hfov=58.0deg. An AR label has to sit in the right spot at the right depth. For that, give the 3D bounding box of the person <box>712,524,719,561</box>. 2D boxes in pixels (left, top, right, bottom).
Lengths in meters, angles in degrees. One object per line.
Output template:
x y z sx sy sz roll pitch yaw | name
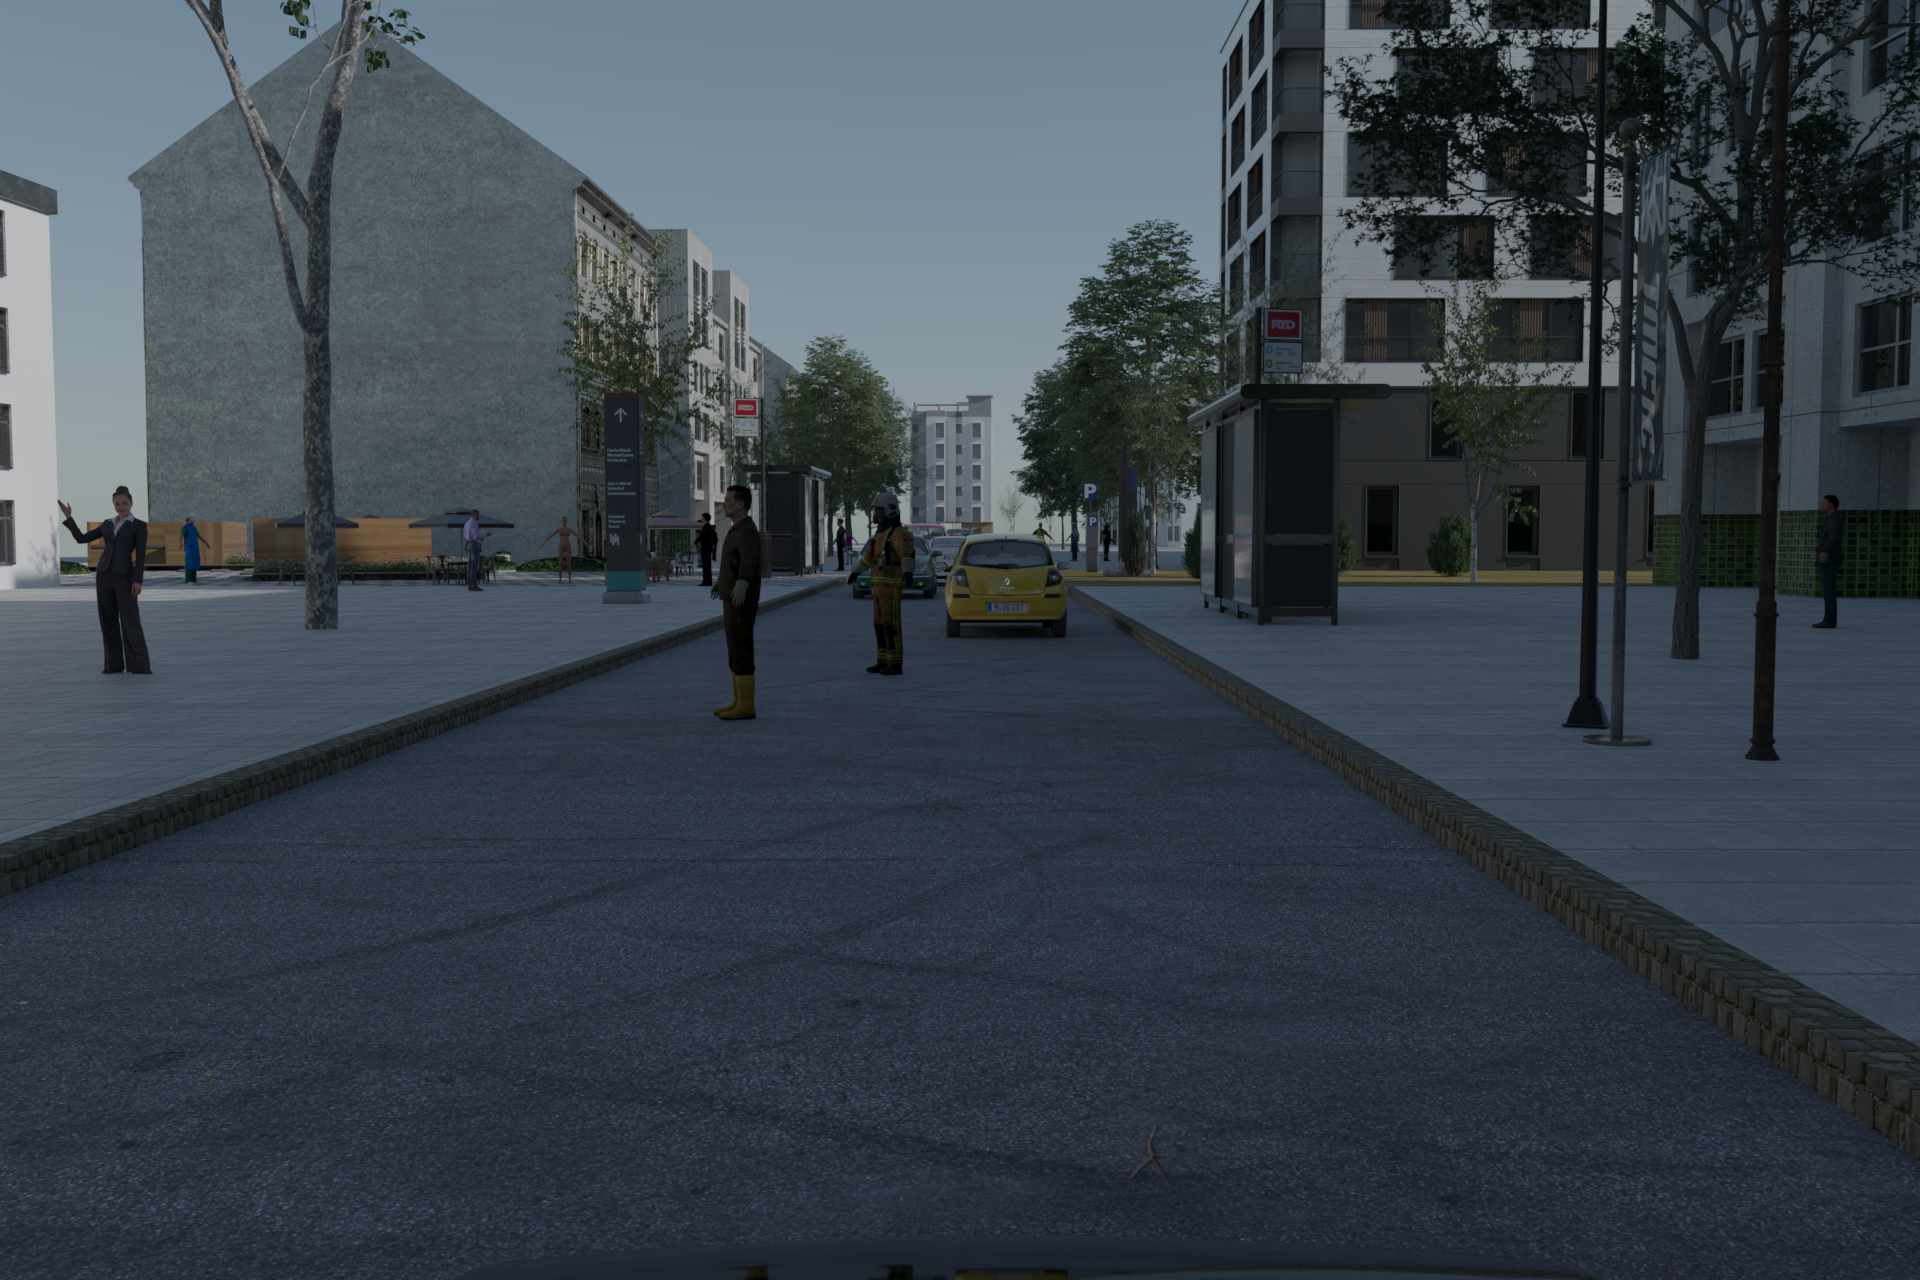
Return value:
-11.482 -4.577 81.554 0.721 1.740 1.216 0 3 0 | person

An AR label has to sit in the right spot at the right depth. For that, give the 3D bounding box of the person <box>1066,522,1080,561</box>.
5.372 -4.641 81.735 0.705 1.847 1.347 -1 4 -22 | person

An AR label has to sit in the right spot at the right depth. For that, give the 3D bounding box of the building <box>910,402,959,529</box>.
-6.598 -23.309 239.986 11.380 20.090 16.016 0 4 3 | building

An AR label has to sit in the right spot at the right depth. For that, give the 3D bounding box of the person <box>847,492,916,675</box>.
-0.765 -0.581 17.717 0.705 1.858 1.354 -2 4 -29 | person

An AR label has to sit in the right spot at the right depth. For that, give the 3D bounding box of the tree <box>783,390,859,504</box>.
-7.244 -8.470 88.847 4.360 8.622 3.978 0 3 0 | tree

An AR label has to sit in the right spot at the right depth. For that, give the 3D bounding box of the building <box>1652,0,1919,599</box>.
25.444 -9.806 26.782 16.747 18.905 31.486 0 4 1 | building

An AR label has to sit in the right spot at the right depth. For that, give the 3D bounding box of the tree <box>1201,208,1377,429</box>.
7.180 -5.470 39.804 4.360 8.622 3.978 0 3 0 | tree

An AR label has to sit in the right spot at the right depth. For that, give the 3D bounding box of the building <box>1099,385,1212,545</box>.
26.455 -21.133 211.976 16.747 18.905 31.486 0 4 1 | building

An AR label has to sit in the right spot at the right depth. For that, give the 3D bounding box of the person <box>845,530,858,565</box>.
-4.620 -3.826 71.814 0.991 1.433 0.599 -2 4 -35 | person

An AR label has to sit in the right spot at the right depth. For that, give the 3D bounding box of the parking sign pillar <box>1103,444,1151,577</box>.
5.045 -3.901 52.255 1.447 3.967 1.447 0 3 0 | parking sign pillar

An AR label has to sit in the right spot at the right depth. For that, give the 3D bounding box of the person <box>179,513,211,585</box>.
-19.336 -2.293 43.622 0.704 1.817 1.347 0 4 7 | person

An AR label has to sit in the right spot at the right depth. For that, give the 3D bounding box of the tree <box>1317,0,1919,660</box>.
7.213 -5.068 17.273 8.767 10.594 7.601 3 5 42 | tree

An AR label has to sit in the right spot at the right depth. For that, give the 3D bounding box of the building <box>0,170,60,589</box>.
-23.116 -5.282 28.503 9.099 9.664 28.070 0 4 1 | building

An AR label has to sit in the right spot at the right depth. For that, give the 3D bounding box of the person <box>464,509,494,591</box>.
-10.844 -2.027 39.059 0.599 1.838 0.709 -3 4 -36 | person

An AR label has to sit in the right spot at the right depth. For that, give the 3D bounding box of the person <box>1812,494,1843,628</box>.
11.839 -1.075 23.649 0.705 1.821 1.348 2 4 25 | person

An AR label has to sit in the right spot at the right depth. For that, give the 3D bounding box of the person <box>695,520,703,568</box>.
-9.891 -3.671 66.167 0.704 1.843 1.345 0 4 7 | person

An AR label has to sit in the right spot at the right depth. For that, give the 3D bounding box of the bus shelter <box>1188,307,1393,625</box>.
5.012 -3.106 28.423 2.179 5.291 8.768 0 4 0 | bus shelter

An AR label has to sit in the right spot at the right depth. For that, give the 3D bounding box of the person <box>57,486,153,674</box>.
-7.803 -0.548 15.806 0.742 1.727 0.445 -2 4 -27 | person

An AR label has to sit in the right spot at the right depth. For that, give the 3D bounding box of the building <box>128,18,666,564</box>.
-25.345 -15.384 82.456 19.493 23.208 18.063 0 4 1 | building

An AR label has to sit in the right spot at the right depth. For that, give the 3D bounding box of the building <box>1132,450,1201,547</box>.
22.312 -14.613 181.074 9.099 9.664 28.070 0 4 1 | building

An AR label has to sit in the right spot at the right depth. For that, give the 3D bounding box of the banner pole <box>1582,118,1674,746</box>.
4.034 -1.241 10.306 0.401 3.779 0.863 0 4 1 | banner pole

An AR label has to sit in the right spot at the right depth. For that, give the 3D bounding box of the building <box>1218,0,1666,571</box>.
24.950 -14.190 75.980 27.936 21.610 32.646 0 4 0 | building

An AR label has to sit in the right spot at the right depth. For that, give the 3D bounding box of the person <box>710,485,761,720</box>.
-1.744 -0.298 13.466 0.704 1.812 1.346 -1 4 -15 | person

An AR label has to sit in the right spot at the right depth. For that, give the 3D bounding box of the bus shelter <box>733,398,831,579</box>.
-5.518 -4.657 53.778 2.179 5.291 8.768 0 4 1 | bus shelter

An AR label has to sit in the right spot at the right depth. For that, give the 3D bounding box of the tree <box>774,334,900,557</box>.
-7.058 -11.058 98.931 7.486 12.596 7.792 0 3 0 | tree

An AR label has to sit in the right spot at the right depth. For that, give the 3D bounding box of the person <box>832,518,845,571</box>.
-4.192 -3.330 60.376 0.705 1.837 1.347 1 4 8 | person

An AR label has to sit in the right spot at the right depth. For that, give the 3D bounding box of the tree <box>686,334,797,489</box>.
-8.634 -6.997 64.764 4.360 8.622 3.978 0 3 0 | tree

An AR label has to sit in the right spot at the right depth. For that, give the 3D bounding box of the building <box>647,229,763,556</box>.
-23.732 -15.297 116.571 16.747 18.905 31.486 0 4 1 | building

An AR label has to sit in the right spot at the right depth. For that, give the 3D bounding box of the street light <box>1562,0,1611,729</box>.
4.724 -2.374 11.357 1.470 5.913 1.316 0 4 0 | street light

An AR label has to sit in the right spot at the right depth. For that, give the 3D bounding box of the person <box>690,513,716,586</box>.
-6.259 -2.225 42.569 0.705 1.806 1.347 1 4 15 | person

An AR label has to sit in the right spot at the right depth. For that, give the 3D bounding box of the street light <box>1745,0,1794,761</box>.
4.572 -2.257 9.691 0.468 5.910 1.993 0 4 1 | street light

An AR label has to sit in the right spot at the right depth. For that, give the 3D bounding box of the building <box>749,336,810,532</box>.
-24.666 -20.468 165.587 19.493 23.208 18.063 0 4 1 | building

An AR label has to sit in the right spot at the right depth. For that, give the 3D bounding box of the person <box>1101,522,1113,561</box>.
6.936 -4.640 81.642 0.705 1.856 1.354 1 4 20 | person

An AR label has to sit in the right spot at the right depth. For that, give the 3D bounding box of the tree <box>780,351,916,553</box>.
-7.808 -13.014 119.437 9.857 13.997 8.962 0 3 0 | tree

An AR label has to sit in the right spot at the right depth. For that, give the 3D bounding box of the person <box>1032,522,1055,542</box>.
3.745 -4.549 80.343 1.349 1.833 0.705 -1 4 -21 | person

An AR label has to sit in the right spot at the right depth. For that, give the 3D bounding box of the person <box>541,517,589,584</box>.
-10.231 -2.327 44.841 1.217 1.733 0.721 -1 4 -16 | person
